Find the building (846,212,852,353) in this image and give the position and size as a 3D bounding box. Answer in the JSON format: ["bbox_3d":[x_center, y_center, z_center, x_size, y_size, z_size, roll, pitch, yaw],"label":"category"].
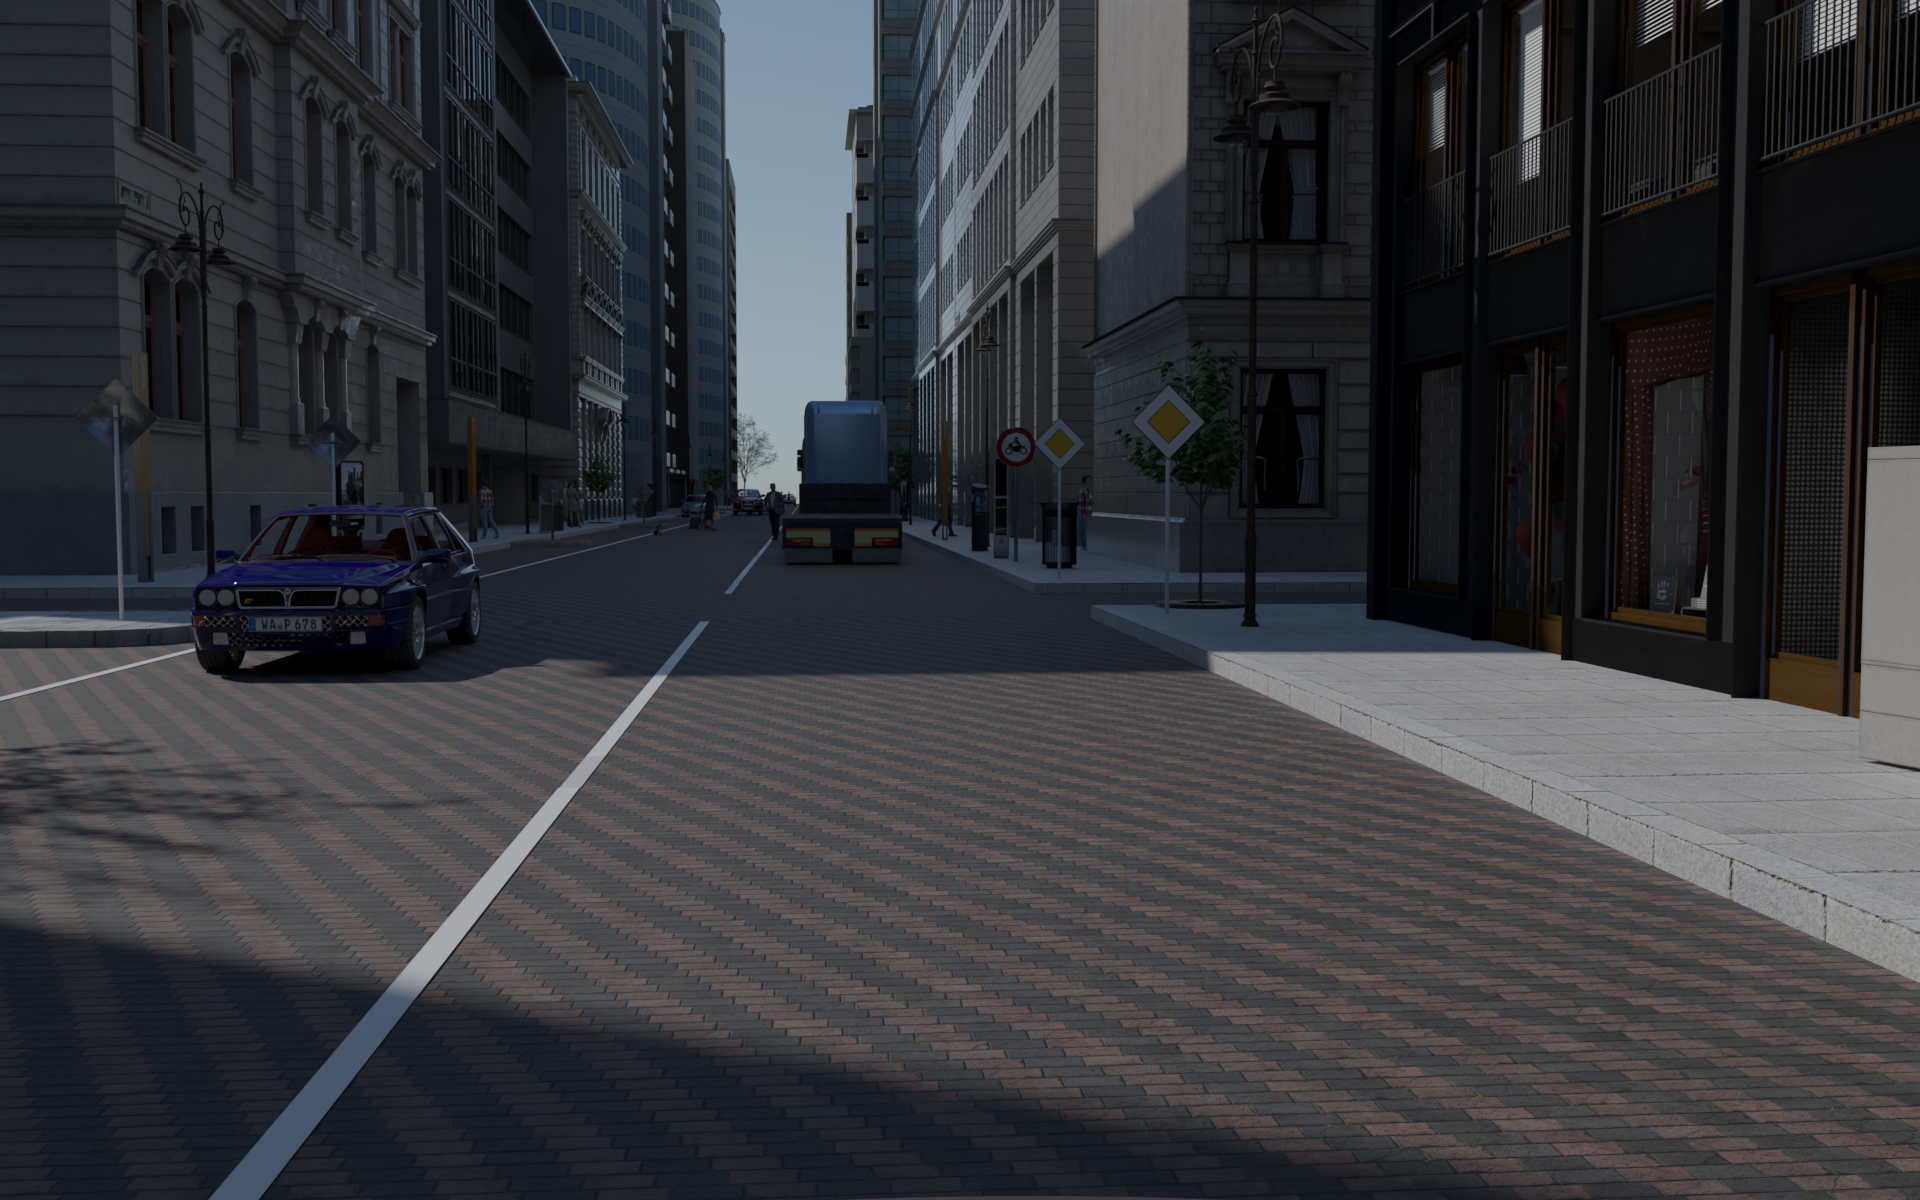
[{"bbox_3d":[-9.660,-34.865,253.644,14.154,41.232,14.086,0,4,-5],"label":"building"}]

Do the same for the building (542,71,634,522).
[{"bbox_3d":[-23.256,-15.904,88.910,11.050,23.489,19.941,0,4,-5],"label":"building"}]

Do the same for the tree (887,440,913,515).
[{"bbox_3d":[-3.838,-7.485,106.094,4.285,4.588,4.351,0,3,0],"label":"tree"}]

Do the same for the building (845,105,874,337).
[{"bbox_3d":[-0.745,-39.378,233.066,28.713,52.752,27.495,0,4,-5],"label":"building"}]

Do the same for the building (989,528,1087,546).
[{"bbox_3d":[6.457,-17.072,56.613,11.434,29.767,29.804,0,4,-5],"label":"building"}]

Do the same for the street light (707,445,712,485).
[{"bbox_3d":[-23.085,-11.454,160.057,0.468,5.910,1.993,0,4,-5],"label":"street light"}]

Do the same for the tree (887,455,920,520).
[{"bbox_3d":[-2.727,-5.535,85.103,1.663,3.219,1.824,0,3,0],"label":"tree"}]

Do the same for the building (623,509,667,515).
[{"bbox_3d":[-31.099,-34.898,112.579,21.231,58.520,28.212,0,4,-5],"label":"building"}]

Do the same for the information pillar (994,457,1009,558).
[{"bbox_3d":[0.828,-1.841,34.597,0.304,2.012,0.304,0,4,4],"label":"information pillar"}]

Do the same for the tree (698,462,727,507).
[{"bbox_3d":[-25.451,-11.814,176.873,4.285,4.588,4.351,0,3,0],"label":"tree"}]

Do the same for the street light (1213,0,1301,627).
[{"bbox_3d":[2.810,-2.680,16.613,0.468,5.910,1.993,0,4,-5],"label":"street light"}]

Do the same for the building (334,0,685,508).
[{"bbox_3d":[-35.325,-31.944,141.891,23.786,49.044,30.456,0,4,-5],"label":"building"}]

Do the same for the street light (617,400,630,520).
[{"bbox_3d":[-16.518,-6.877,85.227,0.468,5.910,1.993,0,4,-5],"label":"street light"}]

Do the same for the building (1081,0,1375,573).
[{"bbox_3d":[12.195,-10.303,33.082,19.286,19.102,10.561,0,4,-5],"label":"building"}]

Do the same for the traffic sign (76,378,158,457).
[{"bbox_3d":[-8.521,-0.938,17.523,0.795,2.593,0.064,0,4,-5],"label":"traffic sign"}]

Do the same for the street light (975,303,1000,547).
[{"bbox_3d":[0.665,-4.236,42.048,0.468,5.910,1.993,0,4,-5],"label":"street light"}]

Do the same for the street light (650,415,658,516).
[{"bbox_3d":[-17.912,-7.887,101.746,0.468,5.910,1.993,0,4,-5],"label":"street light"}]

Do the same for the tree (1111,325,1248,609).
[{"bbox_3d":[2.832,-1.541,19.796,1.663,3.219,1.824,0,3,0],"label":"tree"}]

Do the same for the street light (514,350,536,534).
[{"bbox_3d":[-13.937,-5.068,55.654,0.468,5.910,1.993,0,4,-5],"label":"street light"}]

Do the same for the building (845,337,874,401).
[{"bbox_3d":[0.565,-22.059,205.695,27.650,21.520,28.899,0,4,-5],"label":"building"}]

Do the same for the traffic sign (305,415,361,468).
[{"bbox_3d":[-9.218,-1.424,25.478,0.795,2.593,0.064,0,4,-5],"label":"traffic sign"}]

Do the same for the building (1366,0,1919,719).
[{"bbox_3d":[10.998,-11.017,9.802,12.332,23.373,15.834,0,4,-5],"label":"building"}]

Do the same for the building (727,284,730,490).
[{"bbox_3d":[-36.609,-27.361,219.052,14.160,30.474,14.107,0,4,-5],"label":"building"}]

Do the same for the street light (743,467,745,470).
[{"bbox_3d":[-30.277,-16.522,242.920,0.468,5.910,1.993,0,4,-5],"label":"street light"}]

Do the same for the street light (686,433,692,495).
[{"bbox_3d":[-20.482,-9.668,130.856,0.468,5.910,1.993,0,4,-5],"label":"street light"}]

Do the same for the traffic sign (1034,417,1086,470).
[{"bbox_3d":[1.537,-1.480,26.396,0.795,2.593,0.064,0,4,-5],"label":"traffic sign"}]

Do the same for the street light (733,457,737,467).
[{"bbox_3d":[-27.751,-14.730,213.621,0.468,5.910,1.993,0,4,-5],"label":"street light"}]

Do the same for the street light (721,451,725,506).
[{"bbox_3d":[-25.180,-12.953,184.573,0.468,5.910,1.993,0,4,-5],"label":"street light"}]

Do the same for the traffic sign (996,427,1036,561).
[{"bbox_3d":[1.070,-2.012,33.000,0.768,2.556,0.104,0,4,4],"label":"traffic sign"}]

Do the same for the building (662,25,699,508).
[{"bbox_3d":[-32.506,-31.495,165.048,14.600,45.320,14.200,0,4,-5],"label":"building"}]

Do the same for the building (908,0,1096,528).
[{"bbox_3d":[3.858,-18.884,86.248,11.434,29.767,29.804,0,4,-5],"label":"building"}]

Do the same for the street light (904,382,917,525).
[{"bbox_3d":[-2.050,-6.043,71.595,0.468,5.910,1.993,0,4,-5],"label":"street light"}]

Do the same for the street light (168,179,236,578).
[{"bbox_3d":[-11.257,-3.246,25.868,0.468,5.910,1.993,0,4,-5],"label":"street light"}]

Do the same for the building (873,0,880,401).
[{"bbox_3d":[3.595,-36.447,137.911,21.231,58.520,28.212,0,4,-5],"label":"building"}]

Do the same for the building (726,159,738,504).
[{"bbox_3d":[-41.711,-37.510,236.995,21.300,48.544,21.600,0,4,-5],"label":"building"}]

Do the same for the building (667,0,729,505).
[{"bbox_3d":[-37.745,-40.055,196.896,21.231,58.520,28.212,0,4,-5],"label":"building"}]

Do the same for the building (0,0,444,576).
[{"bbox_3d":[-20.258,-15.268,37.017,14.401,28.519,23.554,0,4,-5],"label":"building"}]

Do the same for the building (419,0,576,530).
[{"bbox_3d":[-23.374,-14.964,63.721,14.314,24.678,30.058,0,4,-5],"label":"building"}]

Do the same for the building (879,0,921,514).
[{"bbox_3d":[1.520,-26.512,117.067,14.154,41.232,14.086,0,4,-5],"label":"building"}]

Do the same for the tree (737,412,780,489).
[{"bbox_3d":[-32.053,-21.229,257.465,12.009,13.543,11.850,0,3,0],"label":"tree"}]

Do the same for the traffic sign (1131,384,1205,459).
[{"bbox_3d":[2.234,-0.994,18.442,0.795,2.593,0.064,0,4,-5],"label":"traffic sign"}]
